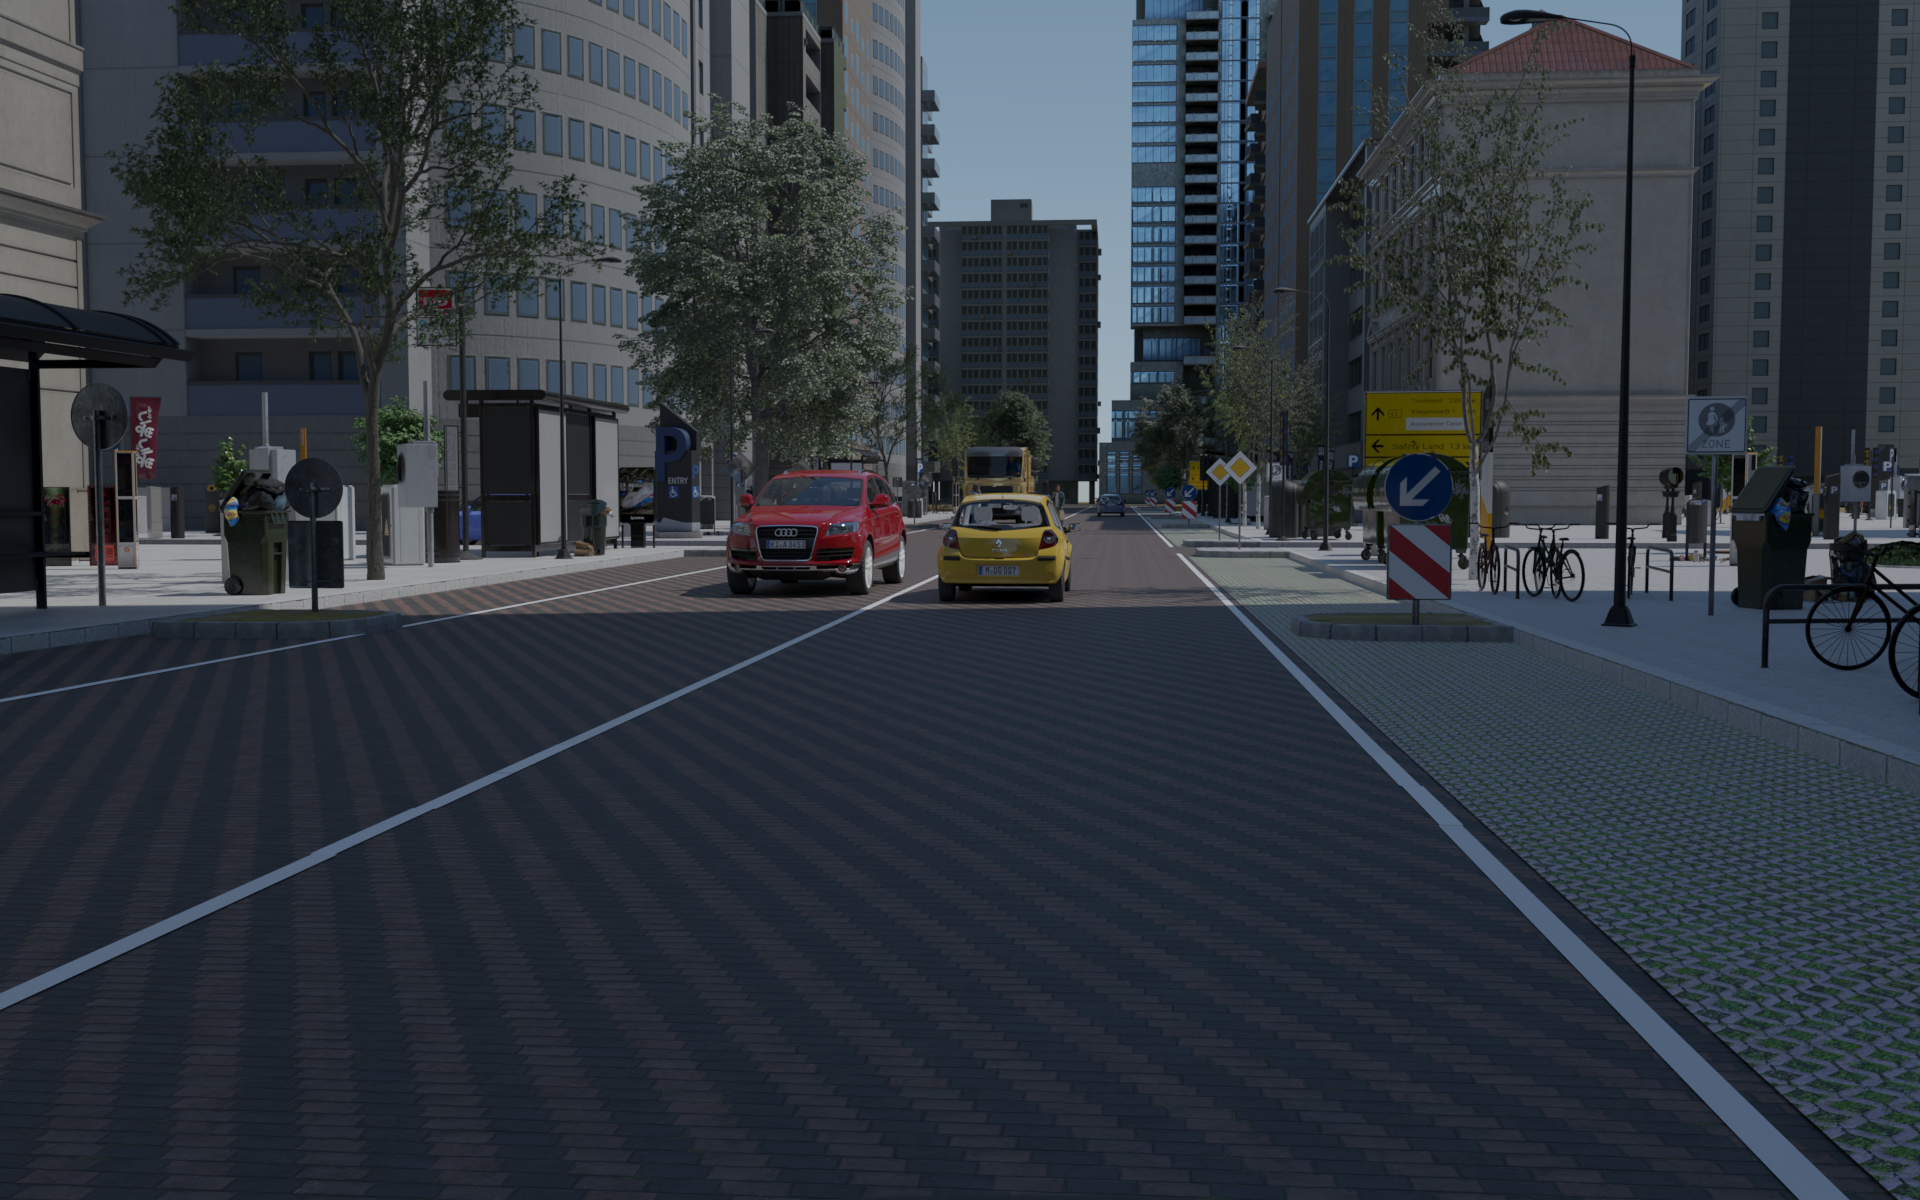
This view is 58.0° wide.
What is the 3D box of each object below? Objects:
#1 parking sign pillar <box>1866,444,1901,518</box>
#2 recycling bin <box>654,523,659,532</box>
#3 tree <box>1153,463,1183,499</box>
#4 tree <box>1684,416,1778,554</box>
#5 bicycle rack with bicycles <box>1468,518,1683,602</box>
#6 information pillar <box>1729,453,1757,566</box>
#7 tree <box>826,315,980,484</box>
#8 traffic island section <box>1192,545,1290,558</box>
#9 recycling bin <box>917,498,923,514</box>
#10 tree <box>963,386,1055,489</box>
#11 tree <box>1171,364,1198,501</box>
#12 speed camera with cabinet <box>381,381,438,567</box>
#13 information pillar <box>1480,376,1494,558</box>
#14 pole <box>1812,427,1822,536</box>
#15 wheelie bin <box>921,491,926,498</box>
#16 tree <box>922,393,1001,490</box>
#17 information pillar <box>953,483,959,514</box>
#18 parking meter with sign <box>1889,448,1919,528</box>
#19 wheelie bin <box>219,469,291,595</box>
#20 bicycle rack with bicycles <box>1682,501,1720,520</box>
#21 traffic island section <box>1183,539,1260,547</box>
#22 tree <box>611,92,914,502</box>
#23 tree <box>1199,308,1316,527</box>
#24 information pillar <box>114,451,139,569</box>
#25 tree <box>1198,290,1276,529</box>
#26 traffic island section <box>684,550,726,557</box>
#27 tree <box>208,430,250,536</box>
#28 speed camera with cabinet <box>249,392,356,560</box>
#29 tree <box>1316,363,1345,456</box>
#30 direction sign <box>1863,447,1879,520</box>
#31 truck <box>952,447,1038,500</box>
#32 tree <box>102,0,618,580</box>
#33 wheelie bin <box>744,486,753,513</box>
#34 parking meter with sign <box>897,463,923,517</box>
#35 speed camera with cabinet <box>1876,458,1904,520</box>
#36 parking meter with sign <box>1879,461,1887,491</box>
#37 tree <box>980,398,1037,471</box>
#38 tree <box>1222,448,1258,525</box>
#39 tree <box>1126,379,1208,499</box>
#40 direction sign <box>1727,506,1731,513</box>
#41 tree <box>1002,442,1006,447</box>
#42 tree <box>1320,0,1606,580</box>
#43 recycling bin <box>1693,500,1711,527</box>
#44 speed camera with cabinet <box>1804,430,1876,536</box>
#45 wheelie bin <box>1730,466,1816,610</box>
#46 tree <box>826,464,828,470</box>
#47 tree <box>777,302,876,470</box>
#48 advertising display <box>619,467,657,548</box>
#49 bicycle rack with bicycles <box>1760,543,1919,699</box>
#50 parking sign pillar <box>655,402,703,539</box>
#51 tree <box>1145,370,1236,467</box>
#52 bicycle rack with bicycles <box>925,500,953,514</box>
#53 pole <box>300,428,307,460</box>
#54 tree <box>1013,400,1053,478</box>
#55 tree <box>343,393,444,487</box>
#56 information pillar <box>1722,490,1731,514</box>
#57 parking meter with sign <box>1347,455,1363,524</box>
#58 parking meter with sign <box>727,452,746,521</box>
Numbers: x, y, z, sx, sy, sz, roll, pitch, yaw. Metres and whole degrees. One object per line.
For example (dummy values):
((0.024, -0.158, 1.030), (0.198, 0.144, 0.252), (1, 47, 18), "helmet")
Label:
((50.333, -6.486, 94.511), (1.447, 3.967, 1.447), (0, 4, -7), "parking sign pillar")
((-9.553, -2.709, 56.851), (0.722, 1.027, 0.722), (2, 4, 27), "recycling bin")
((20.605, -11.474, 171.307), (4.285, 4.588, 4.351), (0, 3, 0), "tree")
((16.778, -2.610, 37.275), (1.663, 3.219, 1.824), (0, 3, 0), "tree")
((7.707, -0.508, 21.692), (2.852, 0.926, 2.925), (1, 4, 14), "bicycle rack with bicycles")
((13.959, -1.613, 30.873), (0.304, 2.012, 0.304), (-2, 4, -33), "information pillar")
((-3.568, -9.348, 87.249), (8.767, 10.594, 7.601), (0, 3, 0), "tree")
((6.469, -1.083, 39.981), (2.009, 0.180, 2.903), (0, 4, 5), "traffic island section")
((-2.790, -5.813, 107.600), (0.722, 1.027, 0.722), (3, 4, 36), "recycling bin")
((5.407, -16.340, 184.174), (9.611, 12.733, 9.660), (0, 3, 0), "tree")
((13.232, -8.169, 83.920), (4.360, 8.622, 3.978), (0, 3, 0), "tree")
((-9.834, -2.233, 30.854), (0.660, 3.252, 2.038), (-2, 4, -30), "speed camera with cabinet")
((10.535, -2.645, 34.607), (0.183, 3.616, 0.504), (0, 4, -1), "information pillar")
((25.973, -3.586, 52.470), (0.158, 3.312, 0.155), (0, 3, 0), "pole")
((-2.808, -7.125, 124.406), (0.693, 1.594, 0.980), (0, 4, 4), "wheelie bin")
((-0.511, -10.578, 123.304), (4.737, 8.622, 4.395), (0, 3, 0), "tree")
((-0.269, -6.648, 113.186), (0.304, 2.012, 0.304), (3, 4, 38), "information pillar")
((36.011, -4.219, 65.249), (1.738, 3.016, 0.543), (1, 4, 12), "parking meter with sign")
((-8.973, -0.872, 22.172), (0.693, 1.594, 0.980), (1, 4, 9), "wheelie bin")
((36.701, -4.534, 87.505), (2.852, 0.926, 2.925), (0, 4, 3), "bicycle rack with bicycles")
((7.200, -1.569, 47.933), (2.009, 0.180, 2.903), (0, 4, 5), "traffic island section")
((-6.386, -9.154, 56.317), (9.857, 13.997, 8.962), (0, 3, 0), "tree")
((11.279, -7.196, 68.016), (4.737, 8.622, 4.395), (0, 3, 0), "tree")
((-14.223, -1.534, 29.570), (0.304, 2.012, 0.304), (-1, 4, -18), "information pillar")
((11.185, -6.910, 63.344), (4.360, 8.622, 3.978), (0, 3, 0), "tree")
((-5.222, -1.148, 41.056), (2.009, 0.180, 2.903), (0, 4, 5), "traffic island section")
((-22.312, -3.561, 52.829), (1.663, 3.219, 1.824), (0, 3, 0), "tree")
((-12.798, -2.407, 33.698), (2.038, 3.252, 0.660), (1, 4, 19), "speed camera with cabinet")
((19.036, -8.891, 95.723), (4.737, 8.622, 4.395), (0, 3, 0), "tree")
((44.384, -5.654, 84.445), (0.379, 3.537, 0.876), (-1, 4, -20), "direction sign")
((1.681, -4.736, 73.359), (3.469, 3.379, 9.791), (0, 4, 5), "truck")
((-8.888, -5.558, 25.289), (8.767, 10.594, 7.601), (1, 4, 21), "tree")
((-7.597, -3.432, 64.025), (0.693, 1.594, 0.980), (2, 4, 28), "wheelie bin")
((-2.889, -6.202, 97.667), (1.738, 3.016, 0.543), (3, 5, 41), "parking meter with sign")
((47.172, -5.710, 87.690), (2.038, 3.252, 0.660), (-2, 4, -35), "speed camera with cabinet")
((48.548, -5.793, 90.981), (0.543, 3.016, 1.738), (3, 4, 37), "parking meter with sign")
((4.076, -14.278, 167.859), (7.601, 10.594, 8.767), (2, 4, 28), "tree")
((11.916, -4.798, 73.052), (1.663, 3.219, 1.824), (0, 3, 0), "tree")
((23.360, -17.582, 194.123), (9.857, 13.997, 8.962), (0, 3, 0), "tree")
((51.497, -7.575, 115.844), (0.379, 3.537, 0.876), (0, 4, -7), "direction sign")
((1.585, -11.822, 143.644), (4.737, 8.622, 4.395), (0, 3, 0), "tree")
((7.558, -4.595, 25.492), (4.360, 8.622, 3.978), (0, 3, 0), "tree")
((29.438, -3.427, 68.580), (0.722, 1.027, 0.722), (2, 4, 29), "recycling bin")
((26.765, -3.589, 53.009), (2.038, 3.252, 0.660), (0, 4, -6), "speed camera with cabinet")
((9.114, -0.706, 19.450), (0.693, 1.594, 0.980), (-1, 4, -10), "wheelie bin")
((-6.933, -6.168, 95.442), (1.663, 3.219, 1.824), (0, 3, 0), "tree")
((-5.424, -6.979, 64.462), (4.737, 8.622, 4.395), (0, 3, 0), "tree")
((-7.681, -2.208, 41.311), (0.974, 1.923, 0.123), (1, 4, 19), "advertising display")
((7.085, 0.092, 11.874), (2.925, 0.926, 2.852), (0, 4, -5), "bicycle rack with bicycles")
((-8.223, -3.785, 50.364), (1.447, 3.967, 1.447), (2, 4, 26), "parking sign pillar")
((17.316, -12.001, 130.622), (7.601, 10.594, 8.767), (-2, 4, -25), "tree")
((-1.760, -5.991, 111.328), (2.852, 0.926, 2.925), (1, 4, 21), "bicycle rack with bicycles")
((-20.228, -3.644, 53.418), (0.158, 3.312, 0.155), (0, 3, 0), "pole")
((6.963, -16.983, 195.801), (7.486, 12.596, 7.792), (0, 3, 0), "tree")
((-18.220, -4.429, 56.132), (4.285, 4.588, 4.351), (0, 3, 0), "tree")
((49.729, -7.398, 112.316), (0.504, 3.616, 0.183), (0, 4, 5), "information pillar")
((17.386, -4.881, 76.059), (0.543, 3.016, 1.738), (0, 4, 3), "parking meter with sign")
((-8.861, -4.465, 69.260), (0.543, 3.016, 1.738), (-1, 4, -18), "parking meter with sign")
